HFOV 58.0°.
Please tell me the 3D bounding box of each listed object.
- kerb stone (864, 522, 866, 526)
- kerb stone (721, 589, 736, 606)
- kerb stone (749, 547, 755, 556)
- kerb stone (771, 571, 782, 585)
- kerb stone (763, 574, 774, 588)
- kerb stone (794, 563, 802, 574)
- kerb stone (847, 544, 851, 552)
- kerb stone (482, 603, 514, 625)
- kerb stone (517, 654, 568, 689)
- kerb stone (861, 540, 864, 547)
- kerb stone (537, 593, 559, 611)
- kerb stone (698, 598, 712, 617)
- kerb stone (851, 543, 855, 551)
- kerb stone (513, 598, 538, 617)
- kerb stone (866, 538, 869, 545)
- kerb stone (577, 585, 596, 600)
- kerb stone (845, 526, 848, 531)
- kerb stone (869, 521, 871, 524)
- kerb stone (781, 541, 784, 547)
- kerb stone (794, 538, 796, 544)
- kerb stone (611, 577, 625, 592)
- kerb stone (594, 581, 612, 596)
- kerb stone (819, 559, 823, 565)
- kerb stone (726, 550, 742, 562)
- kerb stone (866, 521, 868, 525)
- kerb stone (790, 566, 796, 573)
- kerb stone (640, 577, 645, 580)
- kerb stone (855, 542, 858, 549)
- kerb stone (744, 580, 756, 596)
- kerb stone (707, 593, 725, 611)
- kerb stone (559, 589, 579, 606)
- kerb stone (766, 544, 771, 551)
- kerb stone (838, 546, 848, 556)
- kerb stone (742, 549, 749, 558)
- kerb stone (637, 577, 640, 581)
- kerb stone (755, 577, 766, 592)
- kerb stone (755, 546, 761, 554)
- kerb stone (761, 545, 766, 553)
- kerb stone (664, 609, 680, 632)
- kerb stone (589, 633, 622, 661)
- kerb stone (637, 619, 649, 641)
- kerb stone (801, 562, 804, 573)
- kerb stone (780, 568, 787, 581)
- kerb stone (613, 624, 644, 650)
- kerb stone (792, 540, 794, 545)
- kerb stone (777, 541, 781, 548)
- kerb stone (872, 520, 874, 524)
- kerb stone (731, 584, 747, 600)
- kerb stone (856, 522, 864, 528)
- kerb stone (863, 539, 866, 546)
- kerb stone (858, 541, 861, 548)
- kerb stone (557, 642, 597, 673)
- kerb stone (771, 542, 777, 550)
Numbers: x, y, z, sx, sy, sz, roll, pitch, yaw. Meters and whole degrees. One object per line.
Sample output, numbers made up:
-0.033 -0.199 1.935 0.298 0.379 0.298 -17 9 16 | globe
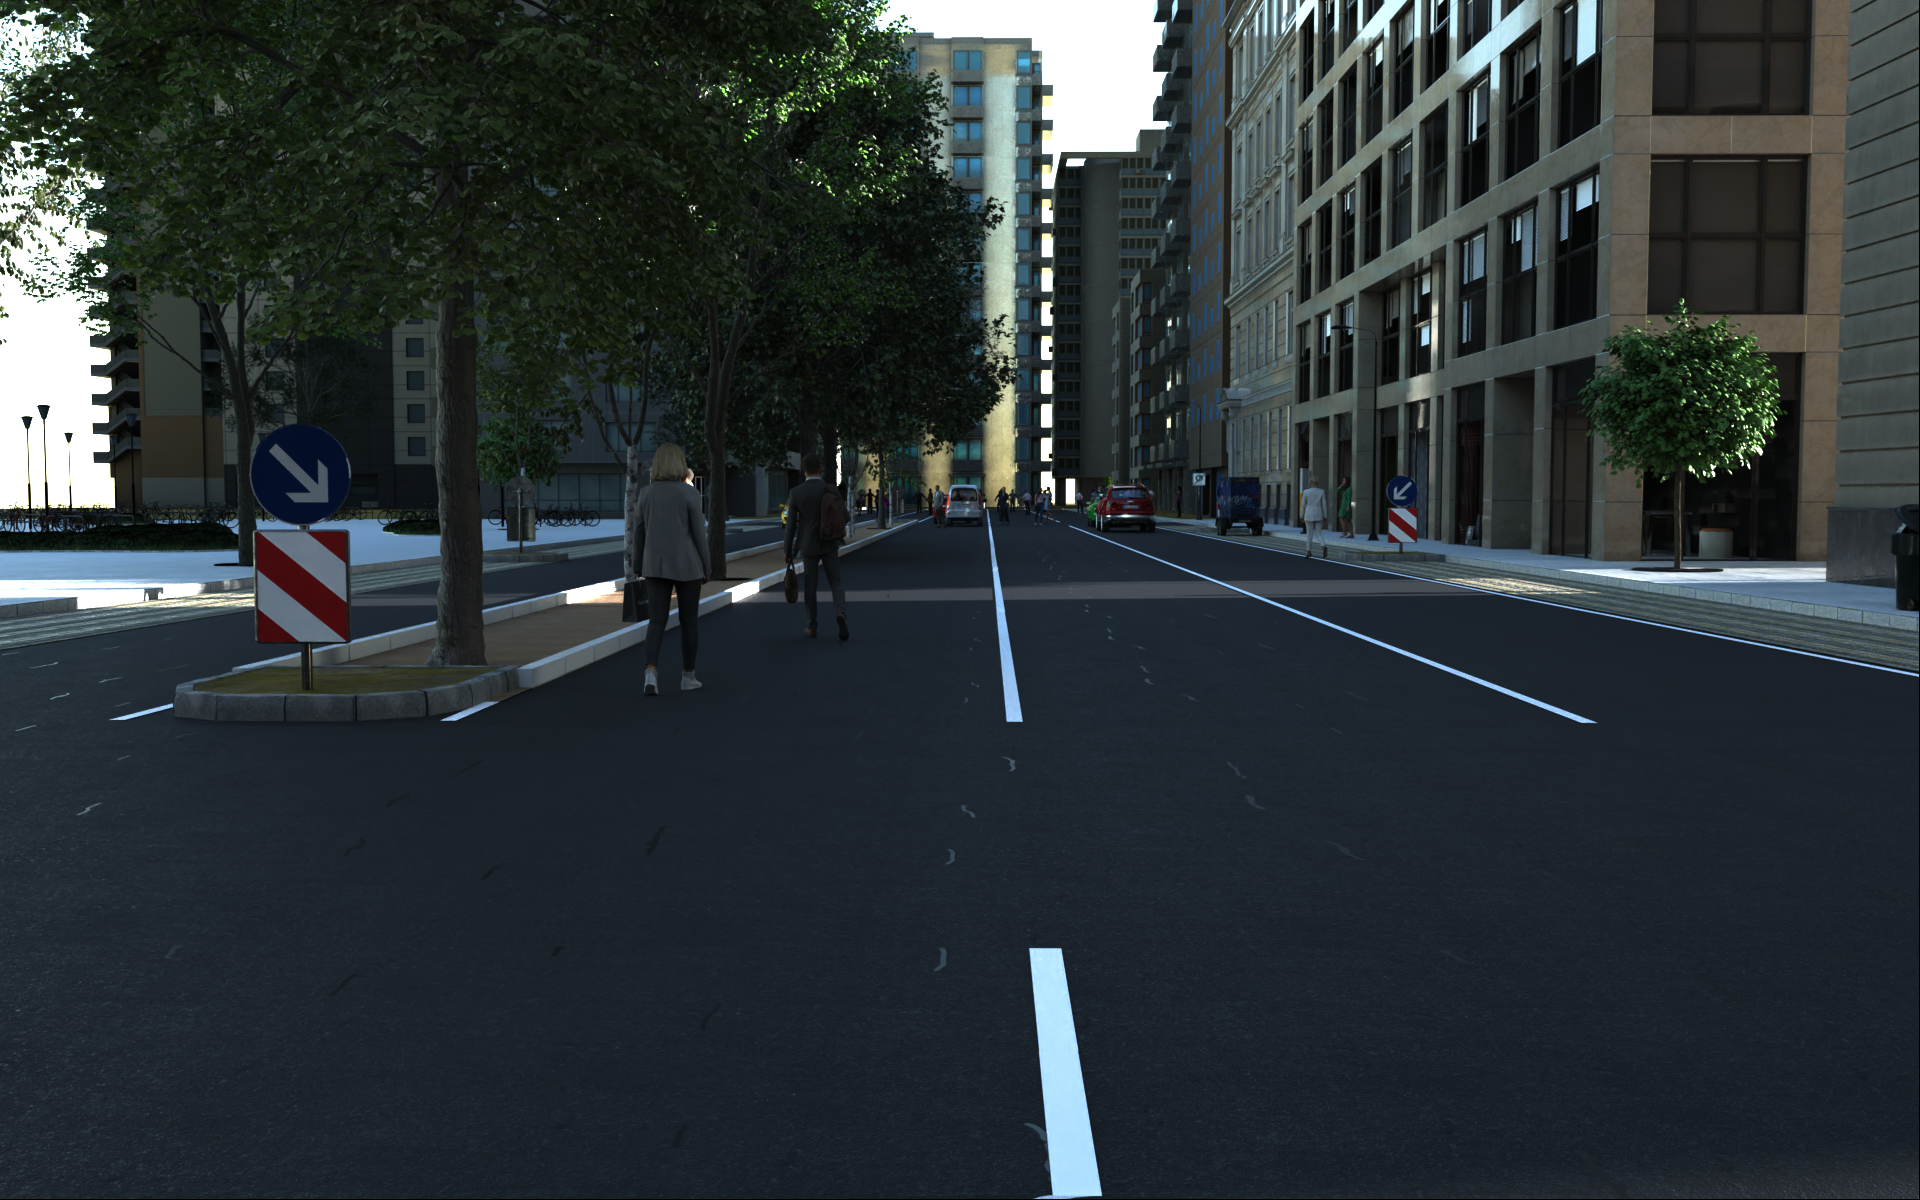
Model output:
-4.380 -3.341 76.817 0.120 0.150 1.000 0 4 1 | kerb stone
-3.069 -0.010 22.457 0.120 0.150 1.000 0 4 1 | kerb stone
-4.909 -1.083 39.910 0.120 0.150 1.000 0 4 1 | kerb stone
-2.996 -0.329 27.577 0.120 0.150 1.000 0 4 1 | kerb stone
-3.011 -0.266 26.551 0.120 0.150 1.000 0 4 1 | kerb stone
-2.959 -0.517 30.653 0.120 0.150 1.000 0 4 1 | kerb stone
-2.787 -1.207 41.927 0.120 0.150 1.000 0 4 1 | kerb stone
-5.218 0.171 19.405 0.120 0.150 1.000 0 4 1 | kerb stone
-3.201 0.551 13.245 0.120 0.150 1.000 0 4 1 | kerb stone
-2.713 -1.458 46.032 0.120 0.150 1.000 0 4 1 | kerb stone
-5.185 0.044 21.470 0.120 0.150 1.000 0 4 1 | kerb stone
-3.098 0.112 20.407 0.120 0.150 1.000 0 4 1 | kerb stone
-2.772 -1.270 42.955 0.120 0.150 1.000 0 4 1 | kerb stone
-5.198 0.108 20.436 0.120 0.150 1.000 0 4 1 | kerb stone
-2.693 -1.579 48.083 0.120 0.150 1.000 0 4 1 | kerb stone
-5.154 -0.080 23.521 0.120 0.150 1.000 0 4 1 | kerb stone
-4.477 -2.901 69.631 0.120 0.150 1.000 0 4 1 | kerb stone
-4.330 -3.529 79.898 0.120 0.150 1.000 0 4 1 | kerb stone
-4.820 -1.460 46.063 0.120 0.150 1.000 0 4 1 | kerb stone
-4.765 -1.710 50.154 0.120 0.150 1.000 0 4 1 | kerb stone
-5.115 -0.206 25.571 0.120 0.150 1.000 0 4 1 | kerb stone
-5.141 -0.142 24.546 0.120 0.150 1.000 0 4 1 | kerb stone
-2.859 -0.894 36.814 0.120 0.150 1.000 0 4 1 | kerb stone
-4.945 -0.957 37.865 0.120 0.150 1.000 0 4 1 | kerb stone
-4.357 -3.403 77.844 0.120 0.150 1.000 0 4 1 | kerb stone
-2.967 -0.452 29.627 0.120 0.150 1.000 0 4 1 | kerb stone
-5.093 -0.330 27.617 0.120 0.150 1.000 0 4 1 | kerb stone
-2.751 -1.331 43.985 0.120 0.150 1.000 0 4 1 | kerb stone
-3.046 -0.141 24.501 0.120 0.150 1.000 0 4 1 | kerb stone
-3.080 0.047 21.435 0.120 0.150 1.000 0 4 1 | kerb stone
-5.167 -0.019 22.499 0.120 0.150 1.000 0 4 1 | kerb stone
-4.868 -1.269 42.977 0.120 0.150 1.000 0 4 1 | kerb stone
-2.800 -1.144 40.905 0.120 0.150 1.000 0 4 1 | kerb stone
-4.930 -1.021 38.887 0.120 0.150 1.000 0 4 1 | kerb stone
-5.110 -0.267 26.593 0.120 0.150 1.000 0 4 1 | kerb stone
-3.020 -0.203 25.523 0.120 0.150 1.000 0 4 1 | kerb stone
-4.900 -1.139 40.933 0.120 0.150 1.000 0 4 1 | kerb stone
-4.878 -1.209 41.955 0.120 0.150 1.000 0 4 1 | kerb stone
-3.132 0.235 18.361 0.120 0.150 1.000 0 4 1 | kerb stone
-3.172 0.426 15.289 0.120 0.150 1.000 0 4 1 | kerb stone
-3.140 0.297 17.339 0.120 0.150 1.000 0 4 1 | kerb stone
-2.935 -0.579 31.678 0.120 0.150 1.000 0 4 1 | kerb stone
-2.974 -0.392 28.602 0.120 0.150 1.000 0 4 1 | kerb stone
-3.158 0.363 16.311 0.120 0.150 1.000 0 4 1 | kerb stone
-4.793 -1.585 48.108 0.120 0.150 1.000 0 4 1 | kerb stone
-4.836 -1.397 45.041 0.120 0.150 1.000 0 4 1 | kerb stone
-4.289 -3.651 81.944 0.120 0.150 1.000 0 4 1 | kerb stone
-3.056 -0.079 23.479 0.120 0.150 1.000 0 4 1 | kerb stone
-4.387 -3.275 75.790 0.120 0.150 1.000 0 4 1 | kerb stone
-2.707 -1.521 47.058 0.120 0.150 1.000 0 4 1 | kerb stone
-2.734 -1.395 45.010 0.120 0.150 1.000 0 4 1 | kerb stone
-3.188 0.488 14.267 0.120 0.150 1.000 0 4 1 | kerb stone
-4.847 -1.334 44.008 0.120 0.150 1.000 0 4 1 | kerb stone
